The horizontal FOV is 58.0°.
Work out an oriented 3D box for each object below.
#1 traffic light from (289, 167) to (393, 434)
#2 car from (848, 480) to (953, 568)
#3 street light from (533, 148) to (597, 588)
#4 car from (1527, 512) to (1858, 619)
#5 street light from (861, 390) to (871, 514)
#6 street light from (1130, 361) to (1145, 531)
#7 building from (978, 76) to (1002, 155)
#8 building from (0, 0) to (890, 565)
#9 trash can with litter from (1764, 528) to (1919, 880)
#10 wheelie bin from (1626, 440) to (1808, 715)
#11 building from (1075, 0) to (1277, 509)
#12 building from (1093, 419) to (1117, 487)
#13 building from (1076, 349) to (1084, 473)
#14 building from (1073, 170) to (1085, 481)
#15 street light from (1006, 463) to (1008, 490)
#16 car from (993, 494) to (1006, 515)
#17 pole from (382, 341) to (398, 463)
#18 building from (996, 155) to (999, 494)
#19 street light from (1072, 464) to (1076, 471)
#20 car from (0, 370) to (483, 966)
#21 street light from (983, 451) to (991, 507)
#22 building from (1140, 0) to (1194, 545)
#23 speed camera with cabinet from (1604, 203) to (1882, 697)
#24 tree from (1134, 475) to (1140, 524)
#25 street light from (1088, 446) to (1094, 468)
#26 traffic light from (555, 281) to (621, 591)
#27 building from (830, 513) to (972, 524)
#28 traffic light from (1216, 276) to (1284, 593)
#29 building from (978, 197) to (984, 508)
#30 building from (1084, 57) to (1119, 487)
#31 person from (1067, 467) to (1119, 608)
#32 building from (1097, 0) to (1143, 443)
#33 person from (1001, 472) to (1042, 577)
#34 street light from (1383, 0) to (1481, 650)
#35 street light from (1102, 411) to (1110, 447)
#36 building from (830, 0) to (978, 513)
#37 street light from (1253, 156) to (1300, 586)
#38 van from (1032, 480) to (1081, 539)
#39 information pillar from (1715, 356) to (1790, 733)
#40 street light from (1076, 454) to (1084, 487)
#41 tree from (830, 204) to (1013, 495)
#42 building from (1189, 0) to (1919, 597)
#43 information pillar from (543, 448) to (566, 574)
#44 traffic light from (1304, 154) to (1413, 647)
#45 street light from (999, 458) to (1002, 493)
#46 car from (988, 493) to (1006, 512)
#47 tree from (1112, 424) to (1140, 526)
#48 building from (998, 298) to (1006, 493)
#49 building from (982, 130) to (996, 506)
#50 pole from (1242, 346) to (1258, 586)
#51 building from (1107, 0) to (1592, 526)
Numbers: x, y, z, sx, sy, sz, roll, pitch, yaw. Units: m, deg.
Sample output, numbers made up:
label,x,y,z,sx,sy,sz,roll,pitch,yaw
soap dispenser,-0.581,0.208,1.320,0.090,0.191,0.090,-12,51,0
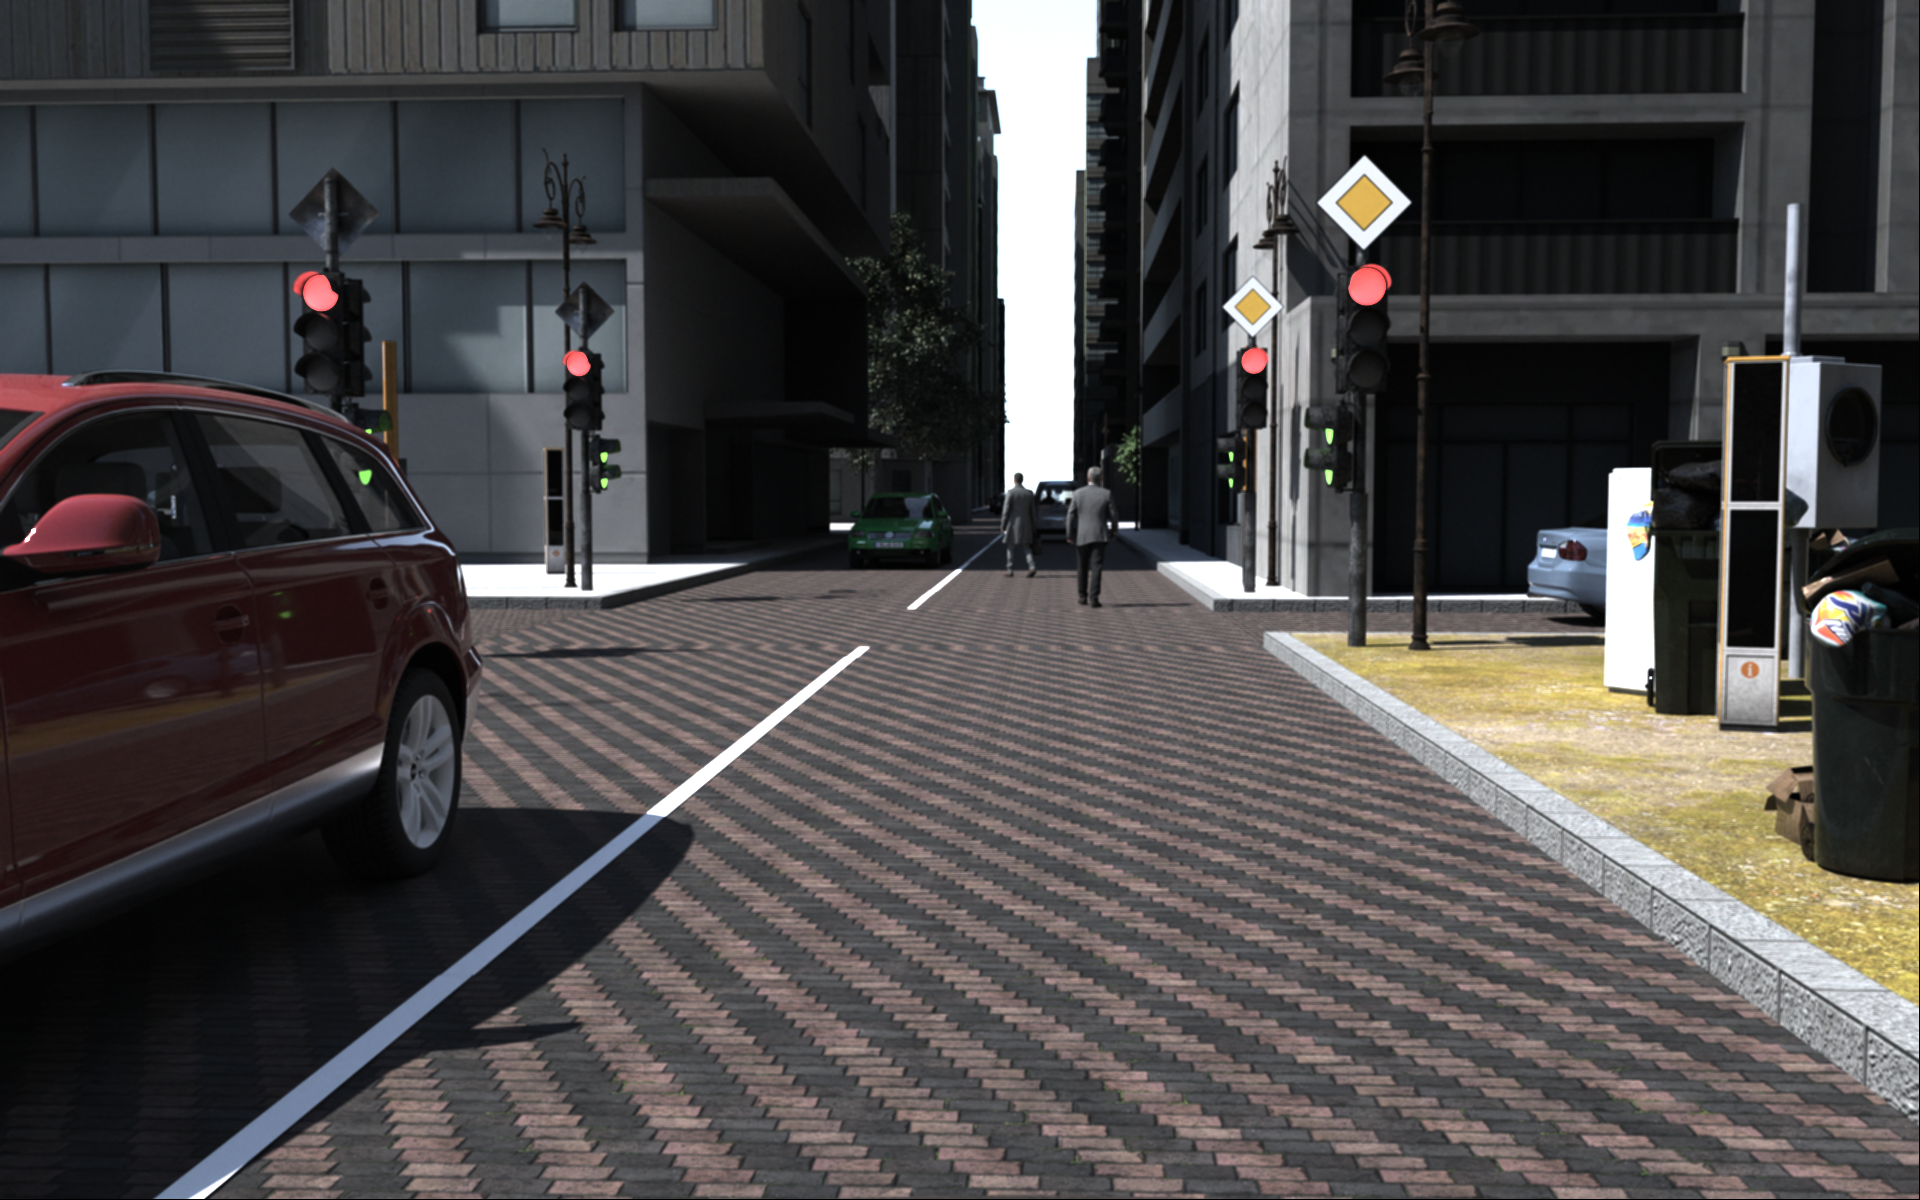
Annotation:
label,x,y,z,sx,sy,sz,roll,pitch,yaw
traffic light,-5.370,-1.592,14.945,0.839,4.253,0.868,0,4,3
car,-1.155,-1.597,34.905,1.959,1.807,4.718,0,4,5
street light,-5.355,-3.111,23.655,0.468,5.910,1.993,0,4,3
car,8.670,-0.439,19.182,4.499,1.417,2.014,0,4,3
street light,-3.363,-5.329,59.916,0.468,5.910,1.993,0,4,3
street light,6.171,-5.355,60.340,0.468,5.910,1.993,0,4,3
building,-9.333,-38.830,224.101,28.713,52.752,27.495,0,4,3
building,-16.098,-27.734,42.685,28.713,52.752,27.495,0,4,3
trash can with litter,3.130,0.323,6.108,0.624,1.170,1.055,0,4,5
wheelie bin,4.420,-0.137,10.153,0.980,1.594,0.693,1,4,22
building,23.422,-46.249,194.420,20.563,71.187,20.611,0,4,3
building,22.579,-50.692,141.478,22.319,86.520,31.000,0,4,3
building,28.791,-22.958,220.394,27.650,21.520,28.899,0,4,3
building,26.823,-37.998,244.972,21.300,48.544,21.600,0,4,3
street light,7.009,-17.330,256.126,0.468,5.910,1.993,0,4,3
car,3.403,-6.731,121.856,2.131,1.459,4.920,0,4,4
pole,-7.620,-1.797,23.216,0.158,3.312,0.155,0,3,0
building,-2.735,-31.788,203.321,14.154,41.232,14.086,0,4,3
street light,14.750,-15.135,220.239,0.468,5.910,1.993,0,4,3
car,-3.105,0.219,5.093,2.281,1.827,5.304,0,4,4
street light,2.594,-12.238,172.872,0.468,5.910,1.993,0,4,3
building,16.786,-26.206,52.176,21.300,48.544,21.600,0,4,3
speed camera with cabinet,5.197,-1.045,11.416,2.038,3.252,0.660,-2,4,-29
tree,8.167,-4.816,73.348,1.663,3.219,1.824,0,3,0
street light,10.260,-9.970,135.789,0.468,5.910,1.993,0,4,3
traffic light,-4.944,-2.079,22.918,0.839,4.253,0.868,0,4,3
building,-6.749,-24.308,81.031,14.154,41.232,14.086,0,4,3
traffic light,3.756,-2.052,22.471,0.839,4.253,0.868,0,4,3
building,-5.046,-23.879,162.122,14.160,30.474,14.107,0,4,3
building,18.925,-29.480,165.588,14.154,41.232,14.086,0,4,3
person,1.694,-0.813,22.190,0.661,1.777,0.834,0,4,2
building,20.225,-28.014,112.648,22.147,44.769,28.867,0,4,3
person,1.022,-1.299,29.847,0.694,1.812,0.767,-2,4,-26
street light,3.790,-2.527,14.108,0.468,5.910,1.993,0,4,3
street light,8.387,-7.745,99.418,0.468,5.910,1.993,0,4,3
building,-5.754,-28.348,147.087,14.154,41.232,14.086,0,4,3
street light,4.382,-3.142,24.152,0.468,5.910,1.993,0,4,3
van,3.016,-2.808,52.922,2.013,2.044,4.112,0,4,3
information pillar,4.302,-0.301,9.413,0.304,2.012,0.304,1,4,20
street light,12.826,-12.922,184.058,0.468,5.910,1.993,0,4,3
tree,-3.180,-9.211,67.607,9.611,12.733,9.660,0,3,0
building,15.156,-36.133,29.023,20.611,71.187,20.563,0,4,3
information pillar,-6.513,-1.427,27.820,0.304,2.012,0.304,-1,4,-19
traffic light,3.330,-1.564,14.497,0.839,4.253,0.868,0,4,3
street light,5.142,-15.096,219.610,0.468,5.910,1.993,0,4,3
car,3.304,-7.889,138.027,2.155,1.783,4.494,0,4,4
tree,7.721,-5.216,69.003,4.285,4.588,4.351,0,3,0
building,-0.762,-28.994,245.752,14.160,30.474,14.107,0,4,3
building,-3.662,-30.922,189.174,14.154,41.232,14.086,0,4,3
pole,4.009,-1.841,23.942,0.158,3.312,0.155,0,3,0
building,17.655,-39.577,85.335,20.563,71.187,20.611,0,4,3
